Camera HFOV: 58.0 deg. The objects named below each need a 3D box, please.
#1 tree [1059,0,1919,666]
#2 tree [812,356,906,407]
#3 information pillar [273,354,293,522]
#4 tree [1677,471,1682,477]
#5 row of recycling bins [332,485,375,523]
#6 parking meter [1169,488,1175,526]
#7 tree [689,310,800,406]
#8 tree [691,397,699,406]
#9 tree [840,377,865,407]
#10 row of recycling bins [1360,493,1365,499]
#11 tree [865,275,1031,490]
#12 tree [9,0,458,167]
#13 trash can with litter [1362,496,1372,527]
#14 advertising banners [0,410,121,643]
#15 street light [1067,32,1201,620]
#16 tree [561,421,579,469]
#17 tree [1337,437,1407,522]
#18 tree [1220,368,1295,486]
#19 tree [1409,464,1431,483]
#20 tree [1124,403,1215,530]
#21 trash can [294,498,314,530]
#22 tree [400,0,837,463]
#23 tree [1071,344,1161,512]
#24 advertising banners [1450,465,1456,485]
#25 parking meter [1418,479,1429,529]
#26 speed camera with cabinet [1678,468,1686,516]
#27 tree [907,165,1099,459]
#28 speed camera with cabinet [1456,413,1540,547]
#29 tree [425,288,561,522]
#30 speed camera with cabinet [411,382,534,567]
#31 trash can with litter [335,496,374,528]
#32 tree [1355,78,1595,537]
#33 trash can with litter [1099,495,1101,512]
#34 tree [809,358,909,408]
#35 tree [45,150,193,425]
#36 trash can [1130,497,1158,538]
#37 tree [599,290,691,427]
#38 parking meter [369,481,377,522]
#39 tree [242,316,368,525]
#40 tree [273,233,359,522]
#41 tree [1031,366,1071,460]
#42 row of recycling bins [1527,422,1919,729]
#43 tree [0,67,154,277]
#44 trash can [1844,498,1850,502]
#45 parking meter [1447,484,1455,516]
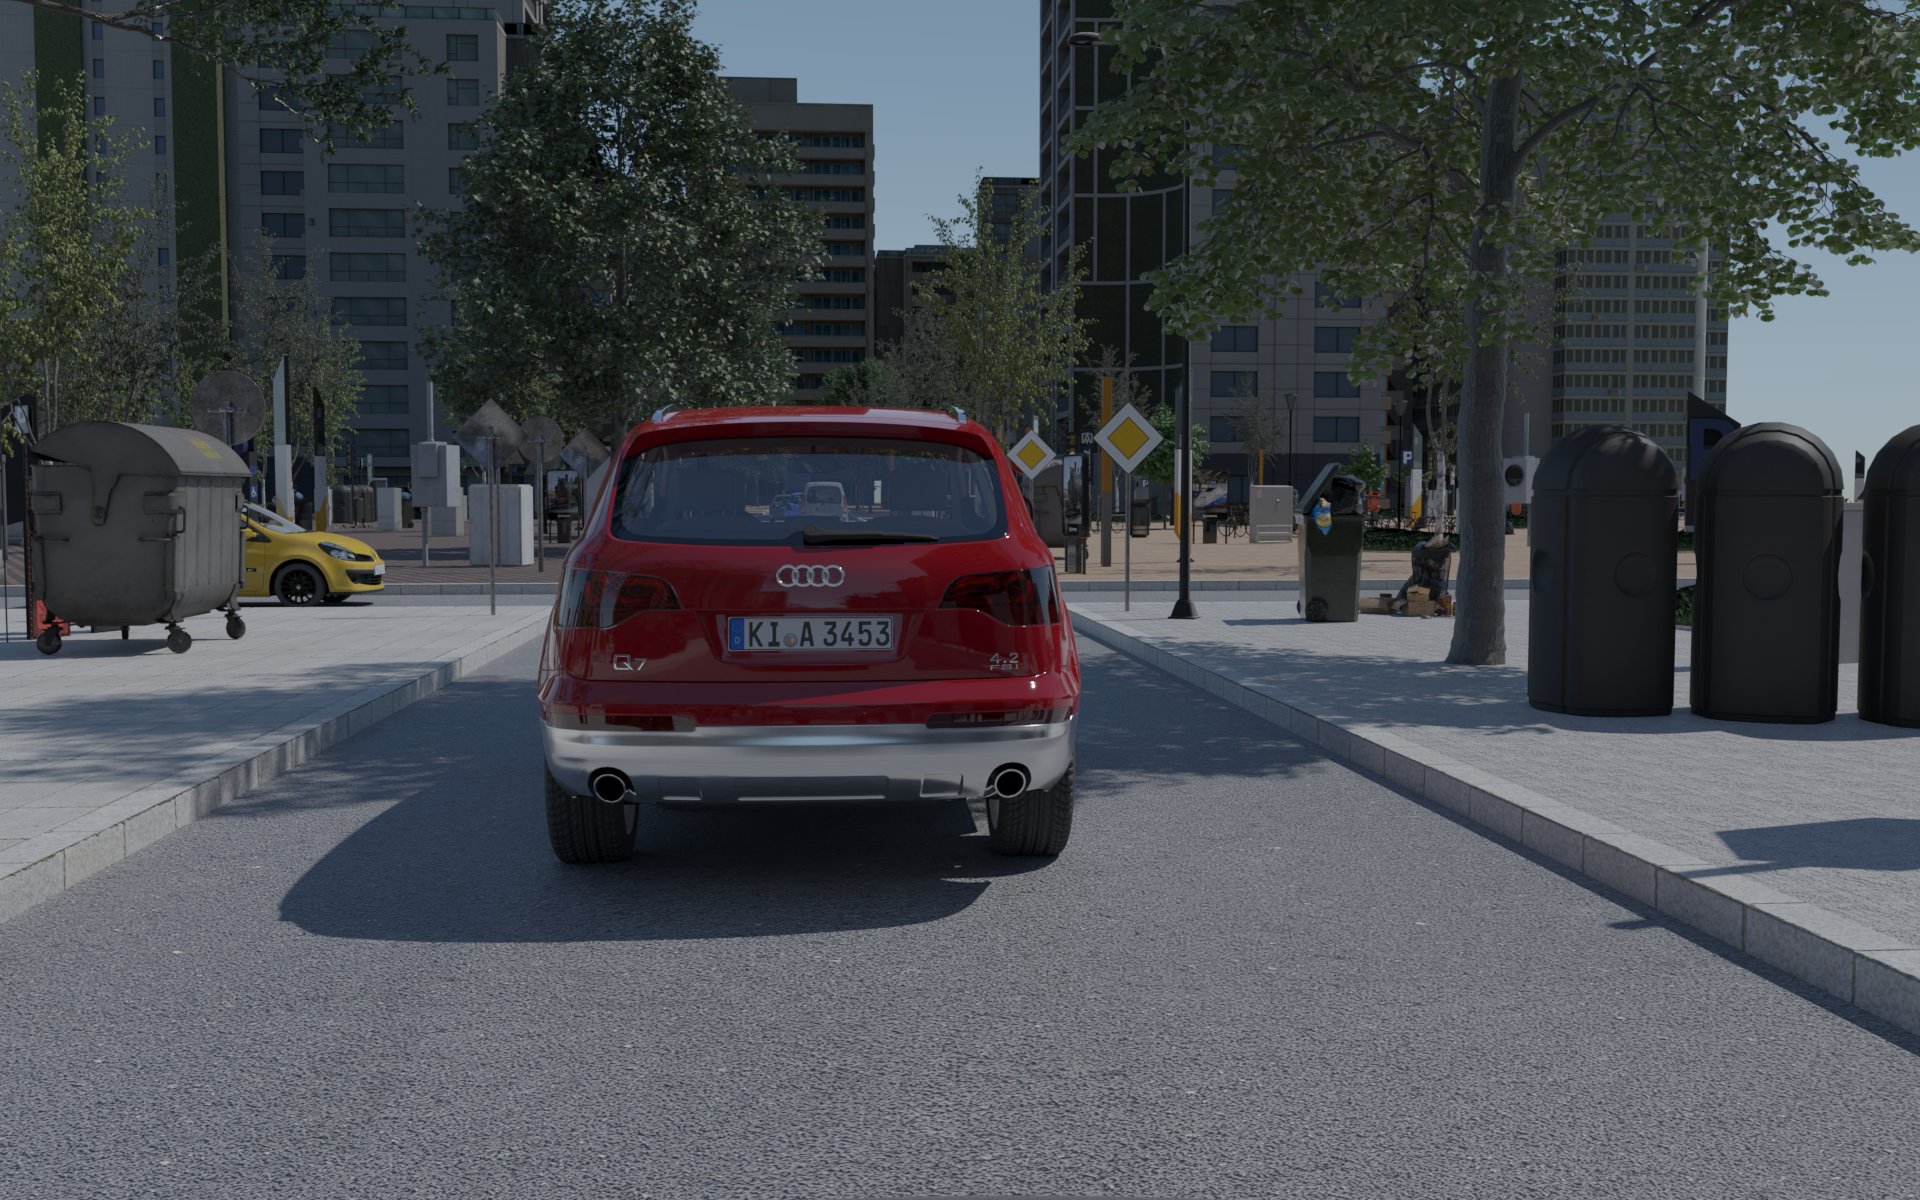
[{"bbox_3d":[4.330,-5.800,12.954,7.486,12.596,7.792,0,3,0],"label":"tree"},{"bbox_3d":[-7.532,-12.495,130.050,9.928,11.665,9.643,0,3,0],"label":"tree"},{"bbox_3d":[-11.453,-2.322,29.318,0.183,3.616,0.504,-3,5,-43],"label":"information pillar"},{"bbox_3d":[28.772,-4.436,67.125,1.663,3.219,1.824,0,3,0],"label":"tree"},{"bbox_3d":[-27.073,-4.301,77.427,1.069,1.692,3.534,0,4,1],"label":"row of recycling bins"},{"bbox_3d":[8.696,-3.787,70.329,0.372,1.533,0.369,0,3,0],"label":"parking meter"},{"bbox_3d":[-13.564,-11.596,107.729,7.486,12.596,7.792,0,3,0],"label":"tree"},{"bbox_3d":[-11.861,-8.508,73.515,7.601,10.594,8.767,-1,4,-9],"label":"tree"},{"bbox_3d":[-3.232,-7.885,79.282,4.360,8.622,3.978,0,3,0],"label":"tree"},{"bbox_3d":[22.010,-5.496,96.980,1.069,1.692,3.534,0,4,-1],"label":"row of recycling bins"},{"bbox_3d":[-0.354,-6.627,58.713,4.360,8.622,3.978,0,3,0],"label":"tree"},{"bbox_3d":[-6.123,-4.545,8.731,7.601,10.594,8.767,0,4,4],"label":"tree"},{"bbox_3d":[13.824,-3.086,61.507,2.233,1.210,1.678,1,4,20],"label":"trash can with litter"},{"bbox_3d":[-8.109,-1.173,15.370,0.090,3.025,2.074,1,4,14],"label":"advertising banners"},{"bbox_3d":[1.777,-2.759,17.656,1.470,5.913,1.316,0,4,-5],"label":"street light"},{"bbox_3d":[-18.976,-7.953,80.398,4.737,8.622,4.395,0,3,0],"label":"tree"},{"bbox_3d":[13.739,-3.908,58.500,1.663,3.219,1.824,0,3,0],"label":"tree"},{"bbox_3d":[17.414,-9.265,101.843,4.360,8.622,3.978,0,3,0],"label":"tree"},{"bbox_3d":[20.843,-5.183,79.337,1.663,3.219,1.824,0,3,0],"label":"tree"},{"bbox_3d":[7.493,-4.819,62.502,4.285,4.588,4.351,0,3,0],"label":"tree"},{"bbox_3d":[-21.509,-2.753,56.658,0.748,1.137,0.748,0,3,0],"label":"trash can"},{"bbox_3d":[-7.565,-7.417,38.283,9.611,12.733,9.660,0,3,0],"label":"tree"},{"bbox_3d":[7.724,-8.204,84.494,4.360,8.622,3.978,0,3,0],"label":"tree"},{"bbox_3d":[28.903,-6.555,103.359,2.074,3.025,0.090,-2,4,-34],"label":"advertising banners"},{"bbox_3d":[17.178,-3.586,64.345,0.399,1.863,0.255,3,5,41],"label":"parking meter"},{"bbox_3d":[42.227,-6.425,99.377,0.660,3.252,2.038,-2,4,-26],"label":"speed camera with cabinet"},{"bbox_3d":[0.928,-5.475,39.877,4.737,8.622,4.395,0,3,0],"label":"tree"},{"bbox_3d":[13.267,-2.964,42.798,0.660,3.252,2.038,-3,4,-37],"label":"speed camera with cabinet"},{"bbox_3d":[-16.359,-6.660,59.254,4.737,8.622,4.395,0,3,0],"label":"tree"},{"bbox_3d":[-8.657,-2.227,30.754,2.038,3.252,0.660,1,4,9],"label":"speed camera with cabinet"},{"bbox_3d":[-23.031,-3.331,65.521,1.678,1.210,2.233,1,4,11],"label":"trash can with litter"},{"bbox_3d":[8.718,-4.897,30.424,4.360,8.622,3.978,0,3,0],"label":"tree"},{"bbox_3d":[7.145,-4.773,89.103,1.678,1.210,2.233,0,4,-1],"label":"trash can with litter"},{"bbox_3d":[-6.263,-11.257,118.465,8.767,10.594,7.601,-2,4,-28],"label":"tree"},{"bbox_3d":[-18.311,-5.365,38.088,4.360,8.622,3.978,0,3,0],"label":"tree"},{"bbox_3d":[5.274,-2.406,50.991,0.748,1.137,0.748,0,3,0],"label":"trash can"},{"bbox_3d":[-10.377,-6.503,56.685,4.360,8.622,3.978,0,3,0],"label":"tree"},{"bbox_3d":[-27.268,-4.573,80.481,0.255,1.863,0.399,-2,4,-27],"label":"parking meter"},{"bbox_3d":[-26.084,-7.360,70.699,4.737,8.622,4.395,0,3,0],"label":"tree"},{"bbox_3d":[-18.542,-5.959,47.787,4.360,8.622,3.978,0,3,0],"label":"tree"},{"bbox_3d":[4.538,-9.173,100.340,4.360,8.622,3.978,0,3,0],"label":"tree"},{"bbox_3d":[5.124,-0.171,9.908,3.534,1.692,1.069,1,4,15],"label":"row of recycling bins"},{"bbox_3d":[-15.890,-4.844,29.568,4.737,8.622,4.395,0,3,0],"label":"tree"},{"bbox_3d":[29.677,-2.873,58.625,0.748,1.137,0.748,0,3,0],"label":"trash can"},{"bbox_3d":[28.758,-5.861,101.530,0.399,1.863,0.255,3,4,37],"label":"parking meter"}]
